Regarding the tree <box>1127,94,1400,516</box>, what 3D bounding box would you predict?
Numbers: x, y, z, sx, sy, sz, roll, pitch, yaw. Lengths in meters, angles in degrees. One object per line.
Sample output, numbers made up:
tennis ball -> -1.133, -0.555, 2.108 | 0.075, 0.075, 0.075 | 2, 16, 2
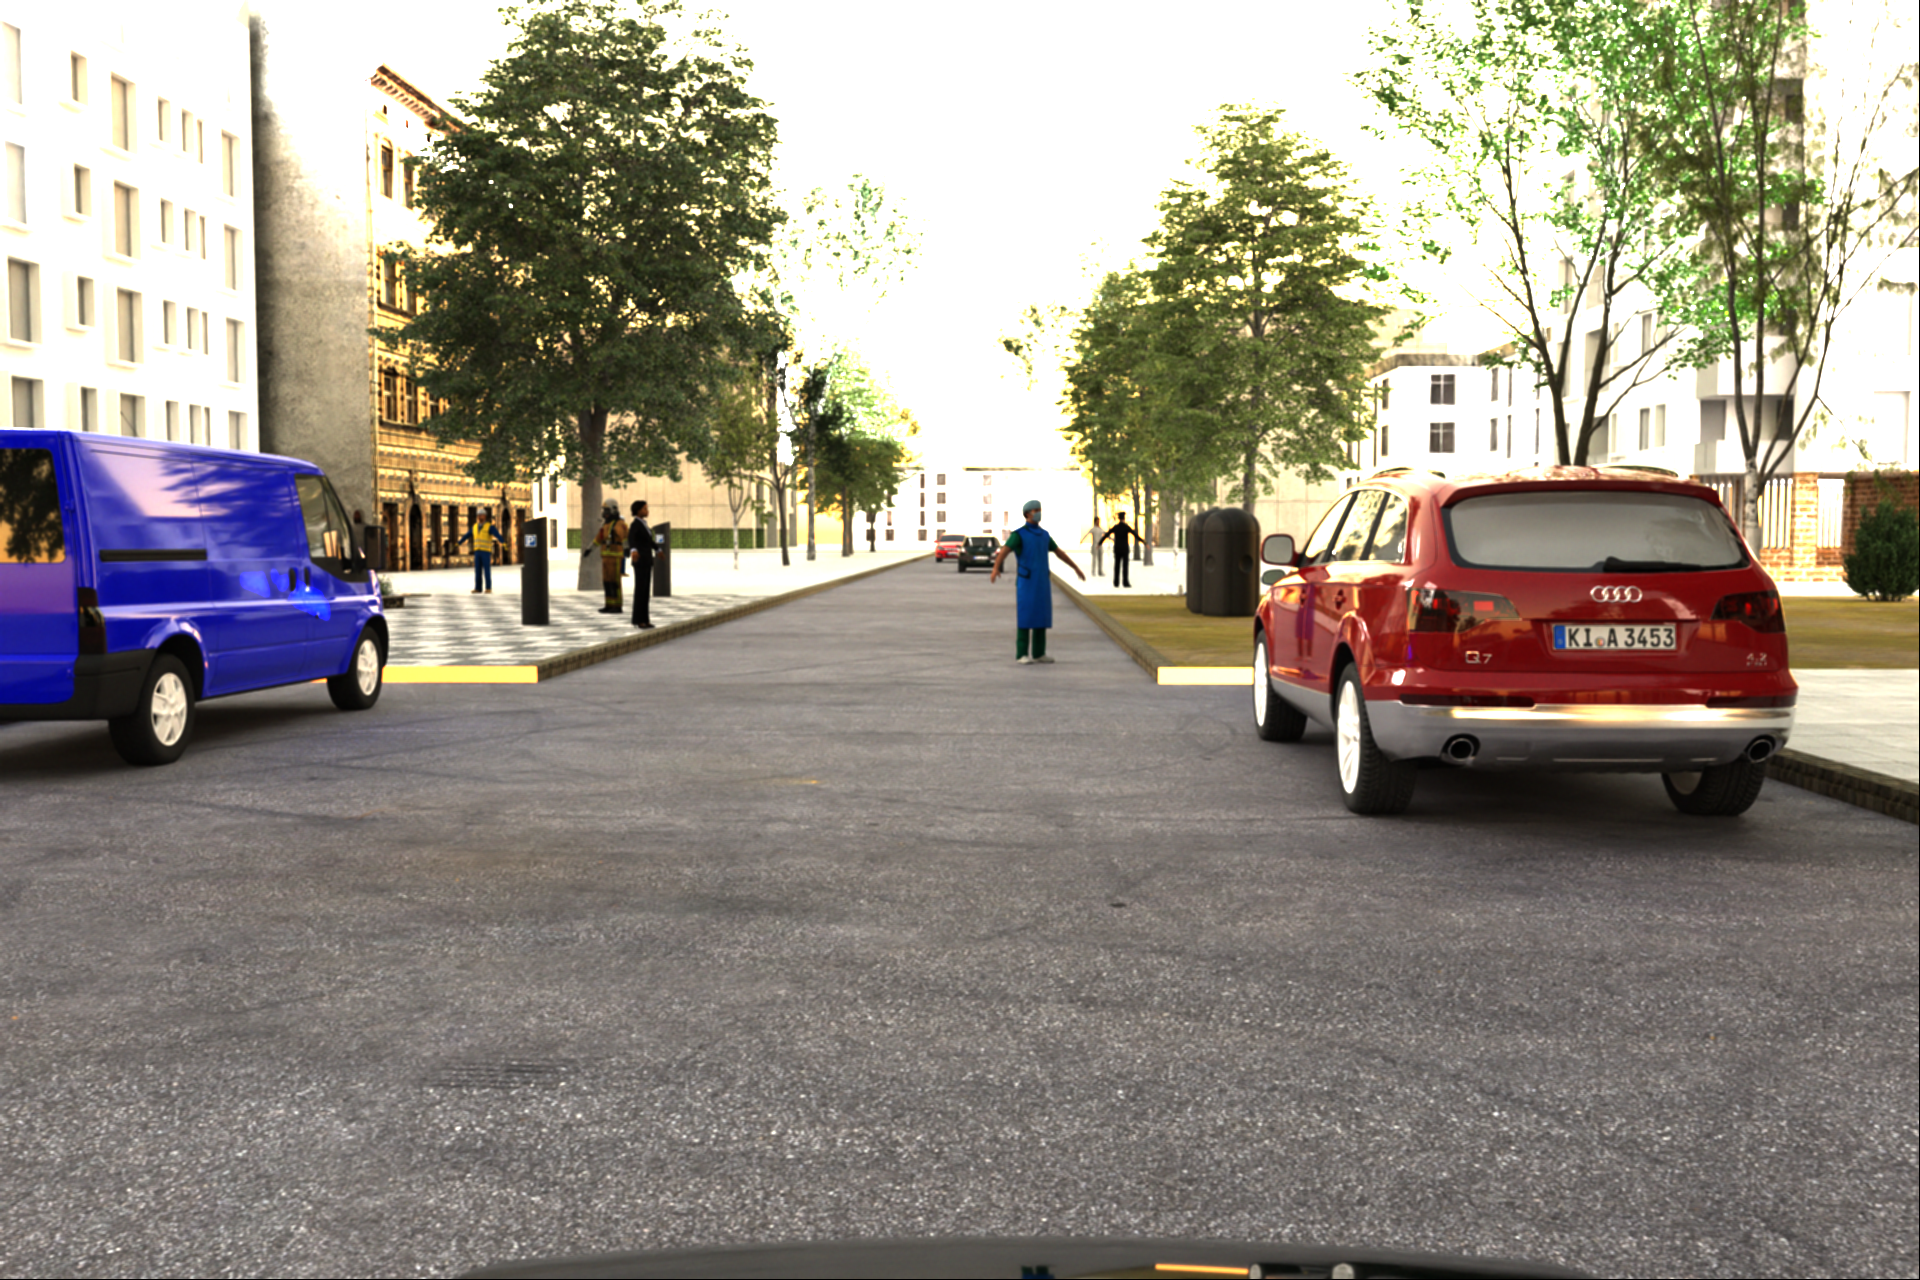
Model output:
tree -> 7.876, -7.788, 45.469 | 7.486, 12.596, 7.792 | 0, 3, 0

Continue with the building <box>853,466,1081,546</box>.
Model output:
building -> 0.724, -16.398, 212.705 | 28.070, 9.664, 9.099 | 0, 4, 4

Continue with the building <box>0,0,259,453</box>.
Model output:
building -> -27.535, -11.335, 41.755 | 16.016, 20.090, 11.380 | 0, 4, 1

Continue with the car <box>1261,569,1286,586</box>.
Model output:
car -> 3.691, -0.349, 15.293 | 1.945, 1.707, 3.694 | 0, 4, 1

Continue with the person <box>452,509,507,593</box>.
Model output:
person -> -10.380, -1.934, 37.590 | 1.349, 1.833, 0.705 | 1, 4, 17

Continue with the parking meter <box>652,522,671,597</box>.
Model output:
parking meter -> -6.124, -1.658, 35.518 | 0.372, 1.533, 0.369 | 0, 3, 0

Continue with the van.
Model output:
van -> -5.793, -0.491, 12.408 | 2.240, 2.365, 5.245 | 0, 4, 1

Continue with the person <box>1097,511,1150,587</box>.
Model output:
person -> 3.910, -2.193, 41.787 | 1.347, 1.837, 0.705 | 2, 4, 24

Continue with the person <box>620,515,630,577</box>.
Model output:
person -> -10.194, -2.837, 52.237 | 0.705, 1.847, 1.347 | 1, 4, 22

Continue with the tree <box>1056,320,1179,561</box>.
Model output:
tree -> 8.502, -9.659, 83.673 | 9.928, 11.665, 9.643 | 0, 3, 0

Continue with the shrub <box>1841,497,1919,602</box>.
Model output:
shrub -> 17.702, -1.751, 33.052 | 1.690, 2.028, 1.600 | 0, 3, 0

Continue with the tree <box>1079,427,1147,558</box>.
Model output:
tree -> 7.991, -8.666, 92.044 | 4.360, 8.622, 3.978 | 0, 3, 0

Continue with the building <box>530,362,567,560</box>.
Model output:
building -> -24.975, -9.071, 90.460 | 9.099, 9.664, 28.070 | 0, 4, 2

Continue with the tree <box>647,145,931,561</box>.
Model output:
tree -> -8.630, -13.943, 83.857 | 12.611, 20.169, 13.585 | 0, 3, 0

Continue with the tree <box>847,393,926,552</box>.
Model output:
tree -> -6.195, -12.108, 123.724 | 9.928, 11.665, 9.643 | 0, 3, 0

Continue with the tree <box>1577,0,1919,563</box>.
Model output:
tree -> 7.951, -4.108, 17.526 | 4.360, 8.622, 3.978 | 0, 3, 0

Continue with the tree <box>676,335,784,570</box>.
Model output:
tree -> -7.955, -6.763, 60.933 | 4.737, 8.622, 4.395 | 0, 3, 0

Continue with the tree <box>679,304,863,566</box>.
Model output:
tree -> -7.382, -8.327, 70.567 | 7.601, 10.594, 8.767 | 2, 4, 29

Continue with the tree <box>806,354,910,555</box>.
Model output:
tree -> -6.596, -11.652, 108.636 | 7.486, 12.596, 7.792 | 0, 3, 0

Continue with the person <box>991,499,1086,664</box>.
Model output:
person -> 0.827, -0.651, 19.225 | 1.347, 1.817, 0.704 | -3, 4, -38

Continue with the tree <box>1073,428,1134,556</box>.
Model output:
tree -> 8.744, -9.180, 100.452 | 4.360, 8.622, 3.978 | 0, 3, 0

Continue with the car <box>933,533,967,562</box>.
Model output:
car -> -0.301, -4.900, 89.158 | 2.155, 1.783, 4.494 | 0, 4, 2

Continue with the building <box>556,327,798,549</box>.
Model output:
building -> -25.625, -18.175, 163.615 | 16.747, 18.905, 31.486 | 0, 4, 2

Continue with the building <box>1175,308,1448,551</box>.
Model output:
building -> 28.007, -16.989, 144.223 | 16.747, 18.905, 31.486 | 0, 4, 1

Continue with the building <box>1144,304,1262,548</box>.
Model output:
building -> 28.474, -20.947, 173.413 | 19.493, 23.208, 18.063 | 0, 4, 2

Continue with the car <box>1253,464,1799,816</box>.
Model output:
car -> 3.039, -0.104, 10.378 | 2.281, 1.827, 5.304 | 0, 4, 2

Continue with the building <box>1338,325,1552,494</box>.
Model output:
building -> 24.818, -8.473, 80.673 | 9.099, 9.664, 28.070 | 0, 4, 2

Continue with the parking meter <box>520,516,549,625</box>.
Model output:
parking meter -> -6.008, -0.982, 24.466 | 0.372, 1.533, 0.369 | 0, 3, 0

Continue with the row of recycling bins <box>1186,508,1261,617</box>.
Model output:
row of recycling bins -> 4.254, -1.306, 28.465 | 1.069, 1.692, 3.534 | 0, 4, 2

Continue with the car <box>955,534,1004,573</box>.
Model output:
car -> 0.814, -3.416, 65.643 | 2.009, 1.686, 4.222 | 0, 4, 1

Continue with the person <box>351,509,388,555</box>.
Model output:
person -> -12.555, -1.839, 36.192 | 1.348, 1.813, 0.705 | 0, 4, 8

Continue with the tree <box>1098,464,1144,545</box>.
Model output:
tree -> 20.235, -17.393, 210.134 | 9.928, 11.665, 9.643 | 0, 3, 0

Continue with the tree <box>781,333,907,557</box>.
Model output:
tree -> -6.656, -11.001, 97.997 | 7.486, 12.596, 7.792 | 0, 3, 0

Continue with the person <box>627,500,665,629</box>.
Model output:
person -> -4.258, -1.031, 23.580 | 0.721, 1.740, 1.216 | 0, 4, 8

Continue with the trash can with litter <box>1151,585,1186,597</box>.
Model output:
trash can with litter -> 4.828, -1.492, 35.446 | 1.678, 1.210, 2.233 | 0, 4, 0

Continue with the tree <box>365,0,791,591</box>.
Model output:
tree -> -8.510, -8.106, 39.187 | 9.857, 13.997, 8.962 | 0, 3, 0

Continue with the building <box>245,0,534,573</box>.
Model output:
building -> -27.853, -14.310, 64.900 | 19.493, 23.208, 18.063 | 0, 4, 2

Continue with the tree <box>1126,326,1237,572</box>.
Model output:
tree -> 7.423, -6.636, 58.857 | 4.737, 8.622, 4.395 | 0, 3, 0

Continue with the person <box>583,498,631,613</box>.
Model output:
person -> -5.674, -1.367, 28.113 | 0.705, 1.858, 1.354 | -3, 5, -42

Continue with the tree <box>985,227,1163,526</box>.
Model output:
tree -> 7.850, -15.541, 109.989 | 12.611, 20.169, 13.585 | 0, 3, 0

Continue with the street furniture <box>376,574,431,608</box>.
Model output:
street furniture -> -12.756, -1.342, 28.795 | 9.812, 1.723, 11.010 | 2, 4, 27

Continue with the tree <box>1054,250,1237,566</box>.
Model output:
tree -> 7.246, -9.302, 70.221 | 7.486, 12.596, 7.792 | 0, 3, 0

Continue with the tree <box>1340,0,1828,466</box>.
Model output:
tree -> 10.482, -6.343, 29.468 | 9.928, 11.665, 9.643 | 0, 3, 0

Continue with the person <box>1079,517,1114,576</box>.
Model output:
person -> 4.236, -2.876, 53.214 | 1.347, 1.806, 0.705 | -1, 4, -22

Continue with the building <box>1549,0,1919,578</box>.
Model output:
building -> 25.593, -12.354, 58.405 | 16.016, 20.090, 11.380 | 0, 4, 1
